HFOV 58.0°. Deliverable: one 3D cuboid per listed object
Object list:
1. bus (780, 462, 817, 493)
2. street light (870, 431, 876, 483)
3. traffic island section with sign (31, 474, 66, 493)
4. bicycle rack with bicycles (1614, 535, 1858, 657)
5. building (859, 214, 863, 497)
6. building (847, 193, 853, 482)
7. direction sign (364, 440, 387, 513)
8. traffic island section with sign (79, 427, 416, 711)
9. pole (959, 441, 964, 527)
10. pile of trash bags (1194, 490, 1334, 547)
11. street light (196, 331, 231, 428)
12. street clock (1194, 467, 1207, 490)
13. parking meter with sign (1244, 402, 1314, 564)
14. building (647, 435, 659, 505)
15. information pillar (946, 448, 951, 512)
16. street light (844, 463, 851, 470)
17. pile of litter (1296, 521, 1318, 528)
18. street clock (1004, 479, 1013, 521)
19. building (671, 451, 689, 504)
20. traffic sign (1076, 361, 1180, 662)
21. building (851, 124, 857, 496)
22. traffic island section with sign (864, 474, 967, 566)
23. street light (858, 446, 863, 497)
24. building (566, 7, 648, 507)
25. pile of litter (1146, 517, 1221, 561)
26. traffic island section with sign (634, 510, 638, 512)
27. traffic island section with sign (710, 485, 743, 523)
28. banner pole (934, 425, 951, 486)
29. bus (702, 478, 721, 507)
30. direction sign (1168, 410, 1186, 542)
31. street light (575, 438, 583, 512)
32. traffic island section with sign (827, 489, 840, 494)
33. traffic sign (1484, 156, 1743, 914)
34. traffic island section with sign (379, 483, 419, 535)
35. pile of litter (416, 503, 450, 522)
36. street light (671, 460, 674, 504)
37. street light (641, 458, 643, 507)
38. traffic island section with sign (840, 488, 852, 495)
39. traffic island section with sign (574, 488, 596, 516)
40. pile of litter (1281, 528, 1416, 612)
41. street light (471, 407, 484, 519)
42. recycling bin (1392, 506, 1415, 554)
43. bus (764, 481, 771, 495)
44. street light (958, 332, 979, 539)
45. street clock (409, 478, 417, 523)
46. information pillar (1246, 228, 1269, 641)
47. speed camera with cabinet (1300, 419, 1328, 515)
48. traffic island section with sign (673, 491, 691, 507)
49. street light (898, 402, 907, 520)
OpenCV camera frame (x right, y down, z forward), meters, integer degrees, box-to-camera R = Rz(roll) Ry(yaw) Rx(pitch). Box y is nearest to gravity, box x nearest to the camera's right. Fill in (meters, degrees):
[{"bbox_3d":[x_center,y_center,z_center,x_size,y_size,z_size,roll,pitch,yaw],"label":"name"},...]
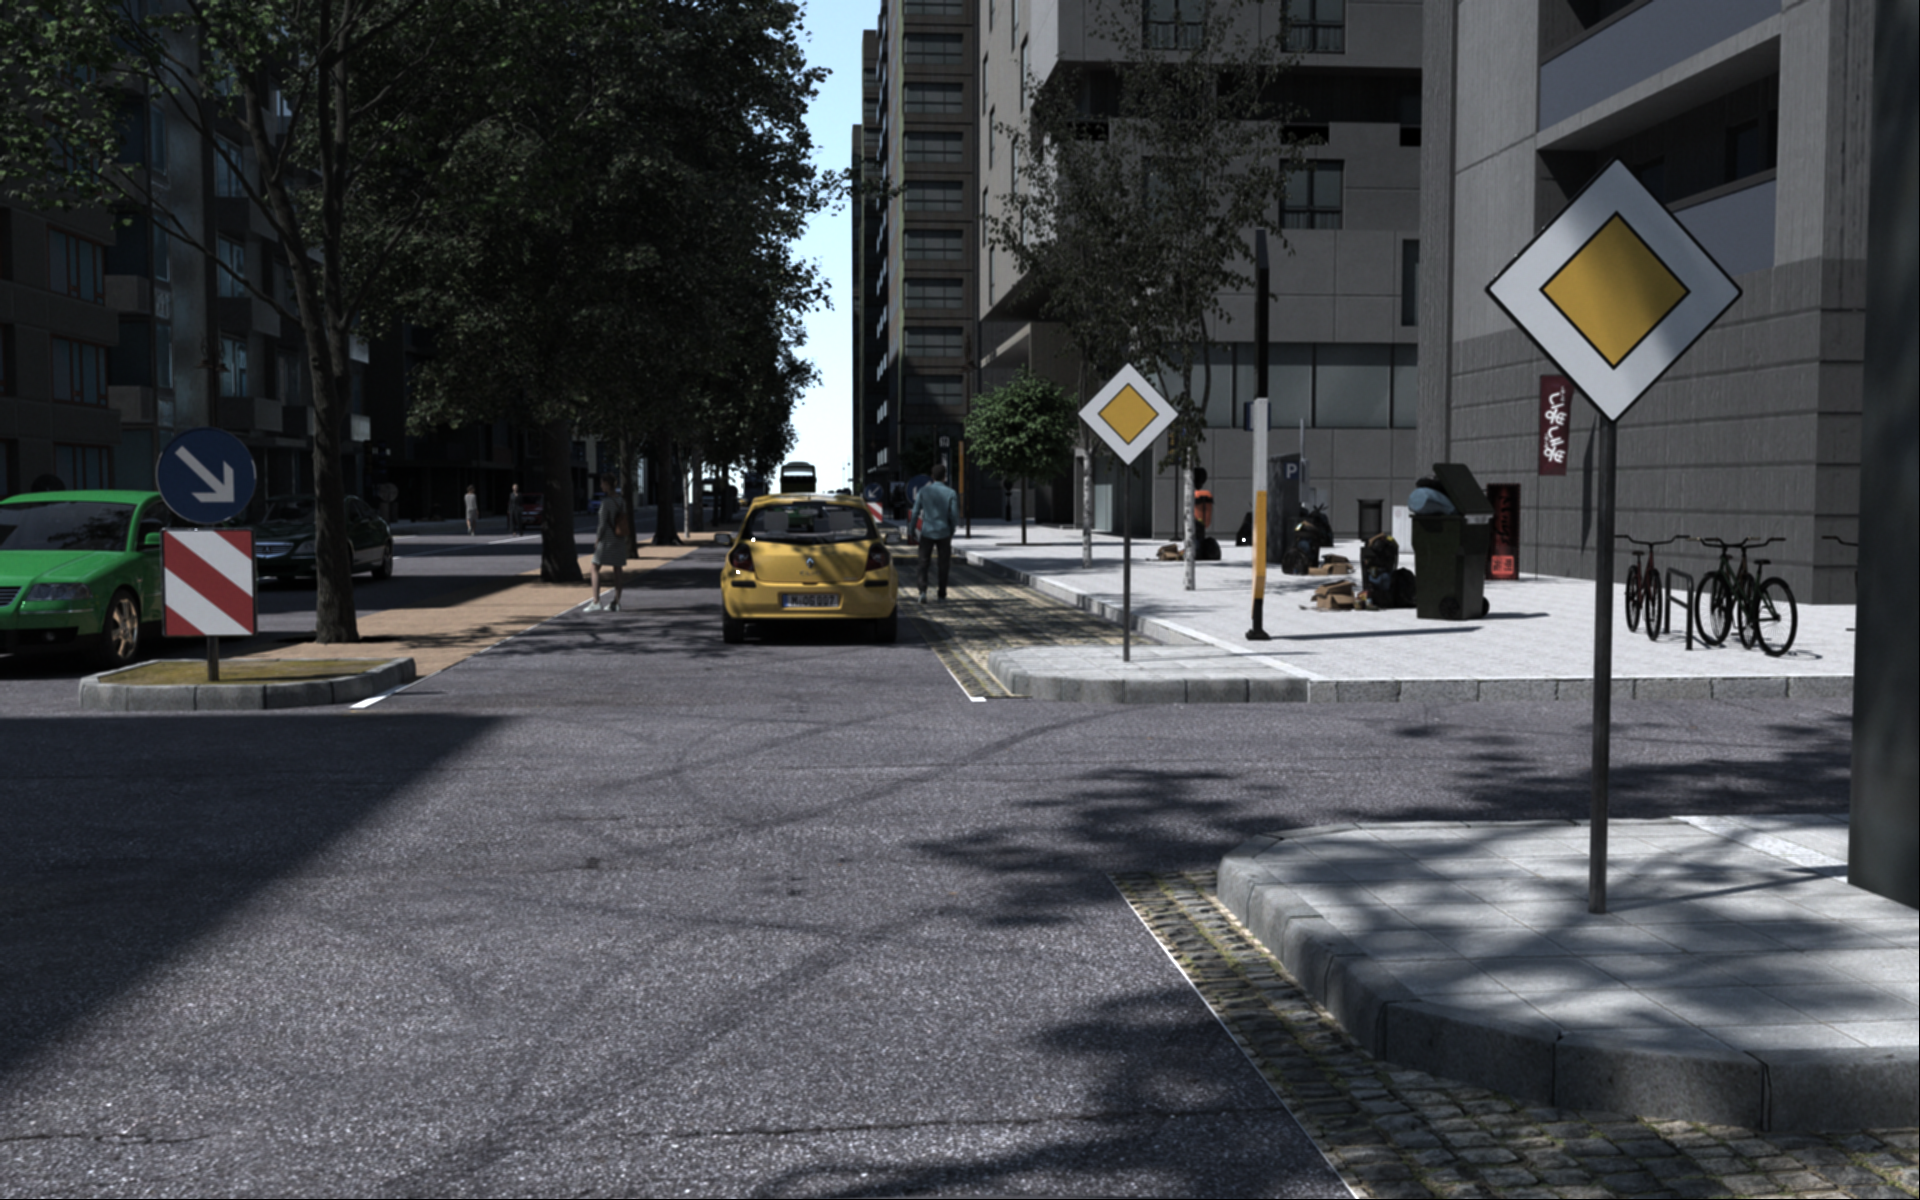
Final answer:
[{"bbox_3d":[-12.247,-8.537,131.129,2.896,3.916,12.252,0,4,-5],"label":"bus"},{"bbox_3d":[-6.317,-9.399,126.459,0.468,5.910,1.993,0,4,-5],"label":"street light"},{"bbox_3d":[-17.796,-1.517,33.428,1.989,1.847,2.006,0,4,-5],"label":"traffic island section with sign"},{"bbox_3d":[6.918,-0.080,14.685,2.852,0.926,2.925,1,4,18],"label":"bicycle rack with bicycles"},{"bbox_3d":[-3.500,-25.042,181.142,14.160,30.474,14.107,0,4,-5],"label":"building"},{"bbox_3d":[-3.190,-37.474,232.307,23.786,49.044,30.456,0,4,-5],"label":"building"},{"bbox_3d":[-24.500,-4.932,72.636,0.876,3.537,0.379,-2,4,-24],"label":"direction sign"},{"bbox_3d":[-5.156,-0.260,12.393,2.006,1.907,1.989,0,4,-5],"label":"traffic island section with sign"},{"bbox_3d":[0.053,-4.453,66.650,0.158,3.312,0.155,0,3,0],"label":"pole"},{"bbox_3d":[7.263,-1.984,42.187,3.447,1.369,1.912,0,4,-7],"label":"pile of trash bags"},{"bbox_3d":[-21.155,-4.674,49.203,0.468,5.910,1.993,0,4,-5],"label":"street light"},{"bbox_3d":[6.462,-2.595,47.001,0.358,2.002,0.471,-2,4,-32],"label":"street clock"},{"bbox_3d":[5.954,-2.196,32.164,0.543,3.016,1.738,-1,4,-22],"label":"parking meter with sign"},{"bbox_3d":[-43.045,-34.111,207.822,14.600,45.320,14.200,0,4,-5],"label":"building"},{"bbox_3d":[-0.618,-5.026,73.534,0.504,3.616,0.183,1,4,22],"label":"information pillar"},{"bbox_3d":[-13.353,-14.406,208.326,0.468,5.910,1.993,0,4,-5],"label":"street light"},{"bbox_3d":[5.847,-0.853,27.911,1.719,0.858,1.176,-3,5,-39],"label":"pile of litter"},{"bbox_3d":[2.287,-4.704,81.486,0.358,2.002,0.471,3,4,37],"label":"street clock"},{"bbox_3d":[-44.739,-33.797,236.183,14.154,41.232,14.086,0,4,-5],"label":"building"},{"bbox_3d":[1.272,-0.585,13.202,0.795,2.450,0.064,0,4,-5],"label":"traffic sign"},{"bbox_3d":[-5.161,-31.286,195.120,14.154,41.232,14.086,0,4,-5],"label":"building"},{"bbox_3d":[-0.924,-1.638,35.413,1.989,1.847,2.006,0,4,-5],"label":"traffic island section with sign"},{"bbox_3d":[-9.438,-11.685,163.838,0.468,5.910,1.993,0,4,-5],"label":"street light"},{"bbox_3d":[-44.291,-53.240,183.147,22.319,86.520,31.000,0,4,-5],"label":"building"},{"bbox_3d":[4.343,-1.198,33.558,1.719,0.858,1.176,-1,4,-18],"label":"pile of litter"},{"bbox_3d":[-26.681,-7.909,137.941,1.989,1.847,2.006,0,4,-5],"label":"traffic island section with sign"},{"bbox_3d":[-11.544,-4.839,87.261,2.006,1.907,1.989,0,4,-5],"label":"traffic island section with sign"},{"bbox_3d":[-0.701,-4.456,62.879,0.863,3.779,0.401,2,4,31],"label":"banner pole"},{"bbox_3d":[-27.544,-12.070,192.211,2.948,3.499,13.247,0,4,-6],"label":"bus"},{"bbox_3d":[5.866,-3.356,46.864,0.379,3.537,0.876,-2,4,-25],"label":"direction sign"},{"bbox_3d":[-27.679,-9.358,125.785,0.468,5.910,1.993,0,4,-5],"label":"street light"},{"bbox_3d":[-9.803,-8.007,139.549,1.989,1.847,2.006,0,4,-5],"label":"traffic island section with sign"},{"bbox_3d":[1.950,-0.098,5.245,0.795,2.450,0.064,0,4,-5],"label":"traffic sign"},{"bbox_3d":[-20.109,-3.186,60.726,1.989,1.847,2.006,0,4,-5],"label":"traffic island section with sign"},{"bbox_3d":[-24.616,-4.089,80.819,1.719,0.858,1.176,3,4,38],"label":"pile of litter"},{"bbox_3d":[-34.766,-14.468,209.335,0.468,5.910,1.993,0,4,-5],"label":"street light"},{"bbox_3d":[-31.645,-12.174,171.829,0.468,5.910,1.993,0,4,-5],"label":"street light"},{"bbox_3d":[-3.259,-3.317,62.854,1.989,1.847,2.006,0,4,-5],"label":"traffic island section with sign"},{"bbox_3d":[-24.403,-6.266,111.082,1.989,1.847,2.006,0,4,-5],"label":"traffic island section with sign"},{"bbox_3d":[4.502,-0.342,19.553,1.719,0.858,1.176,-2,4,-26],"label":"pile of litter"},{"bbox_3d":[-24.483,-7.049,88.041,0.468,5.910,1.993,0,4,-5],"label":"street light"},{"bbox_3d":[9.781,-1.507,37.197,0.722,1.027,0.722,-3,4,-39],"label":"recycling bin"},{"bbox_3d":[-27.524,-14.924,238.863,2.948,3.499,13.247,0,4,-5],"label":"bus"},{"bbox_3d":[0.233,-4.691,49.478,0.468,5.910,1.993,0,4,-5],"label":"street light"},{"bbox_3d":[-24.684,-4.499,78.130,0.358,2.002,0.471,-2,4,-31],"label":"street clock"},{"bbox_3d":[2.626,-1.455,15.147,0.183,3.616,0.504,0,4,5],"label":"information pillar"},{"bbox_3d":[9.207,-3.176,46.262,0.660,3.252,2.038,2,4,32],"label":"speed camera with cabinet"},{"bbox_3d":[-31.446,-11.324,193.773,1.989,1.847,2.006,0,4,-5],"label":"traffic island section with sign"},{"bbox_3d":[-2.893,-6.977,86.857,0.468,5.910,1.993,0,4,-5],"label":"street light"}]
